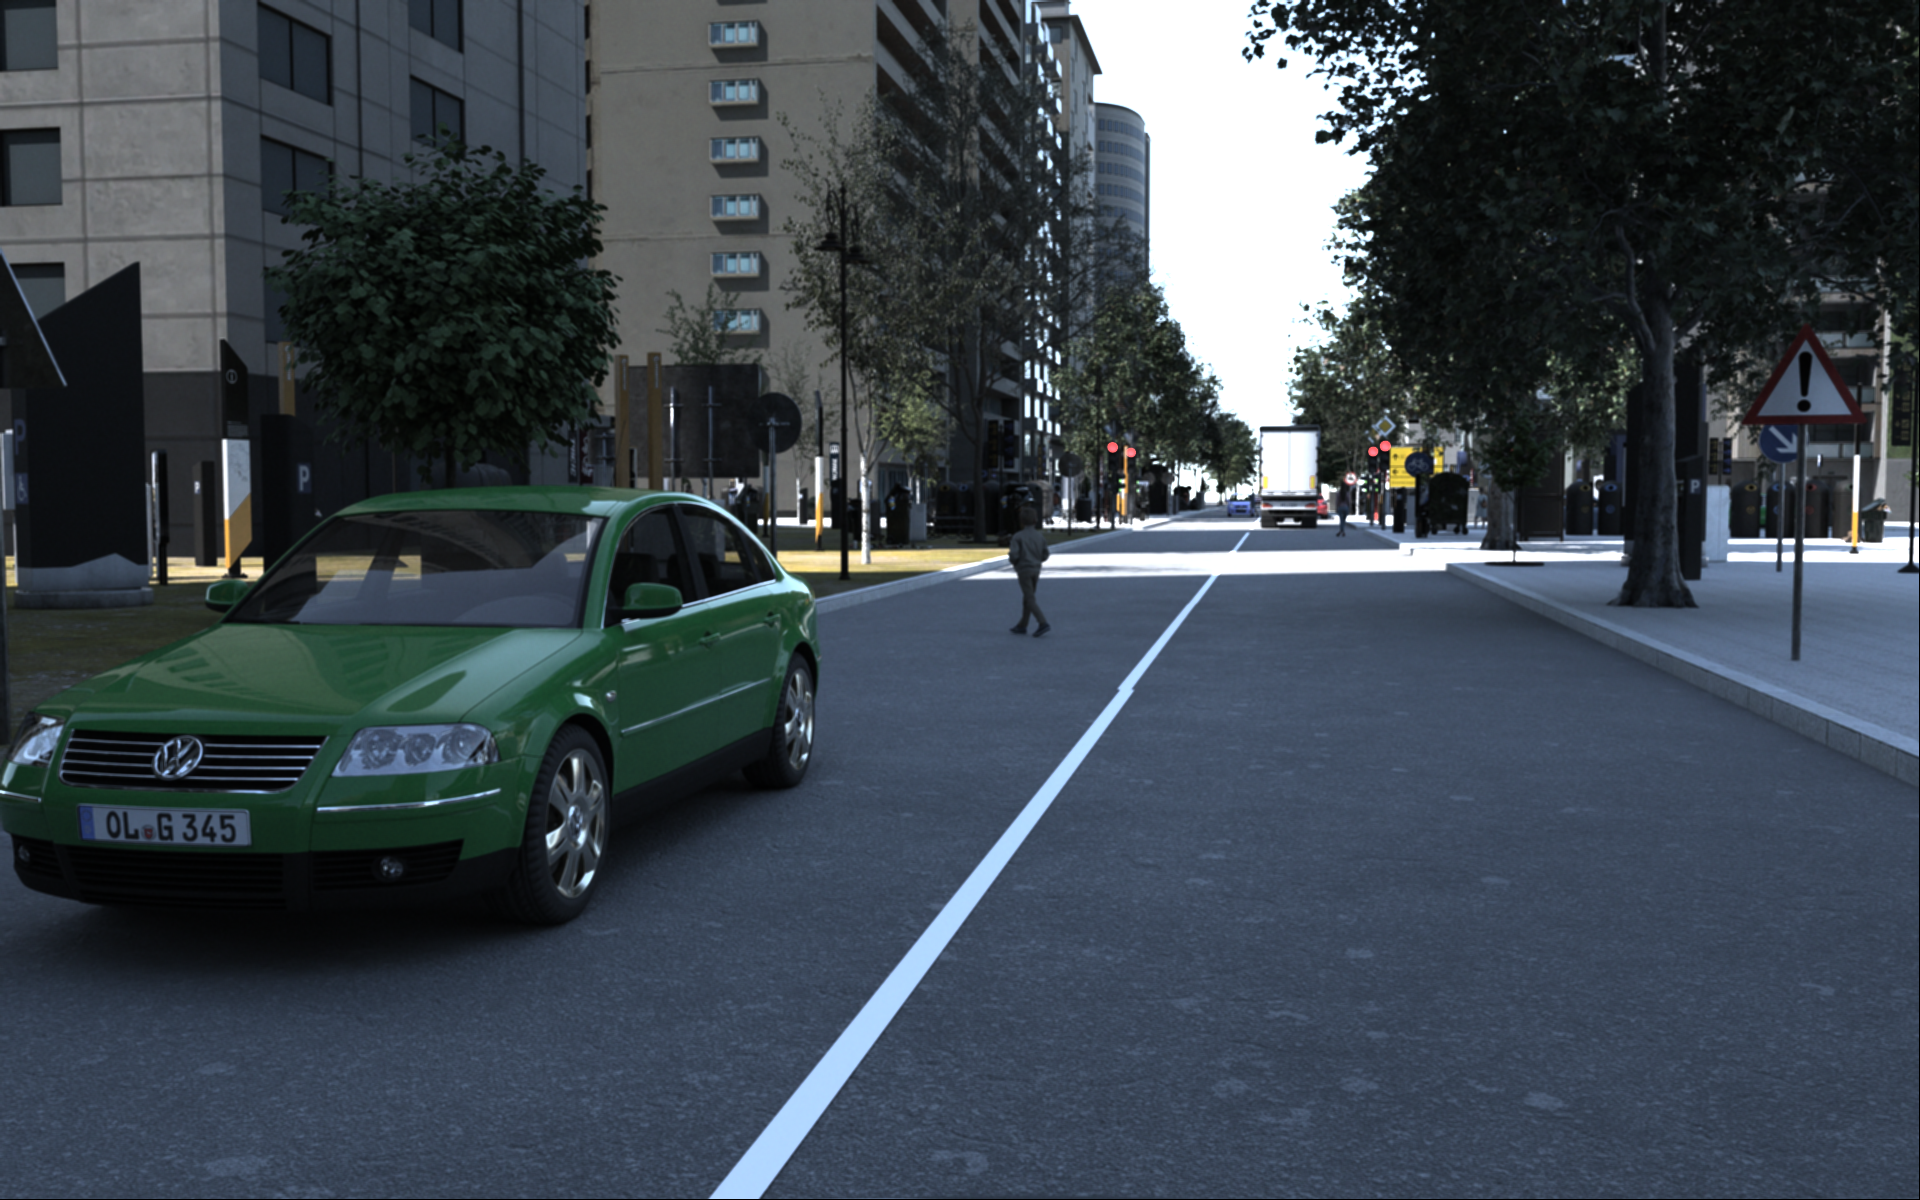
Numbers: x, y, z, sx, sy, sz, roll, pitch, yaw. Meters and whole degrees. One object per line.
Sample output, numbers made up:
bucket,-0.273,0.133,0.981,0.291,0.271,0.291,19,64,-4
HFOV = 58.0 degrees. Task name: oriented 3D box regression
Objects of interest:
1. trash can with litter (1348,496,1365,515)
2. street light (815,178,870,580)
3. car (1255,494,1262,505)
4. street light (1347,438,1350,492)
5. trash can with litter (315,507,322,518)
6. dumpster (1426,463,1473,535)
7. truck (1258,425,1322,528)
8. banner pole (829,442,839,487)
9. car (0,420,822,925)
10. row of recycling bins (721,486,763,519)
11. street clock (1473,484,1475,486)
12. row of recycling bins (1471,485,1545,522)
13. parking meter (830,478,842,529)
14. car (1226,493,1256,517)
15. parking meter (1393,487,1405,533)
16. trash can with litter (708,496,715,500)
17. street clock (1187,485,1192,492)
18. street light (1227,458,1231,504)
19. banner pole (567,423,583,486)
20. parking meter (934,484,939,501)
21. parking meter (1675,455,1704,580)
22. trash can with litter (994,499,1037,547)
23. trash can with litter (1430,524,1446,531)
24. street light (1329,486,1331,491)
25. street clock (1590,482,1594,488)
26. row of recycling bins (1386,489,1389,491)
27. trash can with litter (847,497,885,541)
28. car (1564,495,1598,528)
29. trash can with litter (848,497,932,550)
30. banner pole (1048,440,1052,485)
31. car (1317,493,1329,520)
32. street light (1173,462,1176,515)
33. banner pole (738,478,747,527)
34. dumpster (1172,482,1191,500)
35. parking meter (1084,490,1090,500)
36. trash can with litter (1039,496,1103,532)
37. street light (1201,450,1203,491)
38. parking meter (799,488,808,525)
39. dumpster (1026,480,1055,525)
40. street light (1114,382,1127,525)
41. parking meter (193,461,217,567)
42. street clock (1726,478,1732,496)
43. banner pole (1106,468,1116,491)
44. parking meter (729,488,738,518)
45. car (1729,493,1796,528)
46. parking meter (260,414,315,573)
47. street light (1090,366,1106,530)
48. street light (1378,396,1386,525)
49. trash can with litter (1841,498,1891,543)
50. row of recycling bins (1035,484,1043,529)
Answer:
trash can with litter,23.866,-5.688,104.384,1.055,1.170,0.624,-1,4,-8
street light,-1.728,-3.240,25.768,0.468,5.910,1.993,1,4,10
car,34.365,-11.678,199.974,2.155,1.783,4.494,1,4,10
street light,23.945,-8.206,106.952,0.468,5.910,1.993,1,4,10
trash can with litter,-13.839,-1.504,35.977,0.624,1.170,1.055,1,4,23
dumpster,15.502,-3.227,55.253,1.502,2.255,1.985,1,4,10
truck,14.488,-5.331,76.070,2.839,4.237,11.283,1,4,11
banner pole,-5.178,-5.109,73.545,0.863,3.779,0.401,2,4,24
car,-1.888,0.093,7.277,1.959,1.807,4.718,1,4,10
row of recycling bins,-10.948,-4.902,87.257,1.069,1.692,3.534,2,4,25
street clock,35.845,-7.143,121.361,0.358,2.002,0.471,-3,5,-43
row of recycling bins,24.988,-4.467,80.147,3.534,1.692,1.069,0,4,0
parking meter,-4.536,-3.535,63.508,0.399,1.863,0.255,1,4,17
car,17.955,-6.183,110.678,1.945,1.707,3.694,1,4,9
parking meter,14.587,-3.006,57.564,0.372,1.533,0.369,0,3,0
trash can with litter,-11.857,-4.268,80.841,1.678,1.210,2.233,1,4,20
street clock,19.039,-8.527,143.979,0.471,2.002,0.358,3,4,37
street light,35.583,-15.646,228.592,0.468,5.910,1.993,1,4,10
banner pole,-10.417,-3.488,47.050,0.401,3.779,0.863,1,4,22
parking meter,-1.252,-5.574,96.843,0.399,1.863,0.255,1,4,13
parking meter,10.867,-1.234,25.885,0.399,1.863,0.255,-1,4,-22
trash can with litter,1.342,-1.883,42.180,1.055,1.170,0.624,2,4,26
trash can with litter,16.985,-3.022,60.803,1.055,1.170,0.624,-2,4,-32
street light,30.998,-10.556,145.386,0.468,5.910,1.993,1,4,10
street clock,36.697,-5.893,100.924,0.471,2.002,0.358,-2,4,-30
row of recycling bins,29.196,-6.886,119.694,1.069,1.692,3.534,1,4,15
trash can with litter,-2.597,-2.227,47.798,0.624,1.170,1.055,3,5,40
car,23.495,-3.244,65.045,4.499,1.417,2.014,1,4,10
trash can with litter,-1.734,-1.823,40.869,2.233,1.210,1.678,-1,4,-9
banner pole,4.178,-5.532,80.472,0.401,3.779,0.863,-1,4,-9
car,20.026,-5.497,98.910,2.155,1.783,4.494,1,4,9
street light,13.429,-8.283,108.222,0.468,5.910,1.993,1,4,10
banner pole,-6.103,-3.587,48.664,0.401,3.779,0.863,-2,4,-25
dumpster,18.048,-8.496,141.407,1.502,2.255,1.985,1,4,10
parking meter,8.016,-6.159,109.104,0.372,1.533,0.369,0,3,0
trash can with litter,3.822,-2.925,58.880,2.233,1.210,1.678,0,4,4
street light,20.684,-10.701,147.747,0.468,5.910,1.993,1,4,10
parking meter,-6.604,-3.954,73.059,0.372,1.533,0.369,0,3,0
dumpster,3.237,-4.057,72.098,1.264,1.857,1.865,1,4,10
street light,6.637,-6.038,71.509,0.468,5.910,1.993,1,4,10
parking meter,-13.399,-1.530,30.726,0.399,1.863,0.255,3,5,43
street clock,35.023,-4.551,78.984,0.358,2.002,0.471,2,4,24
banner pole,12.348,-9.443,144.408,0.401,3.779,0.863,3,5,42
parking meter,-9.649,-3.996,73.744,0.372,1.533,0.369,0,3,0
car,28.723,-3.329,63.232,4.718,1.807,1.959,1,4,8
parking meter,-4.997,-0.441,12.917,0.255,1.863,0.399,0,4,5
street light,4.996,-5.490,62.543,0.468,5.910,1.993,1,4,10
street light,17.299,-6.015,71.133,0.468,5.910,1.993,1,4,10
trash can with litter,23.629,-2.066,45.173,1.055,1.170,0.624,0,4,0
row of recycling bins,1.275,-3.452,63.549,3.534,1.692,1.069,0,4,-8
